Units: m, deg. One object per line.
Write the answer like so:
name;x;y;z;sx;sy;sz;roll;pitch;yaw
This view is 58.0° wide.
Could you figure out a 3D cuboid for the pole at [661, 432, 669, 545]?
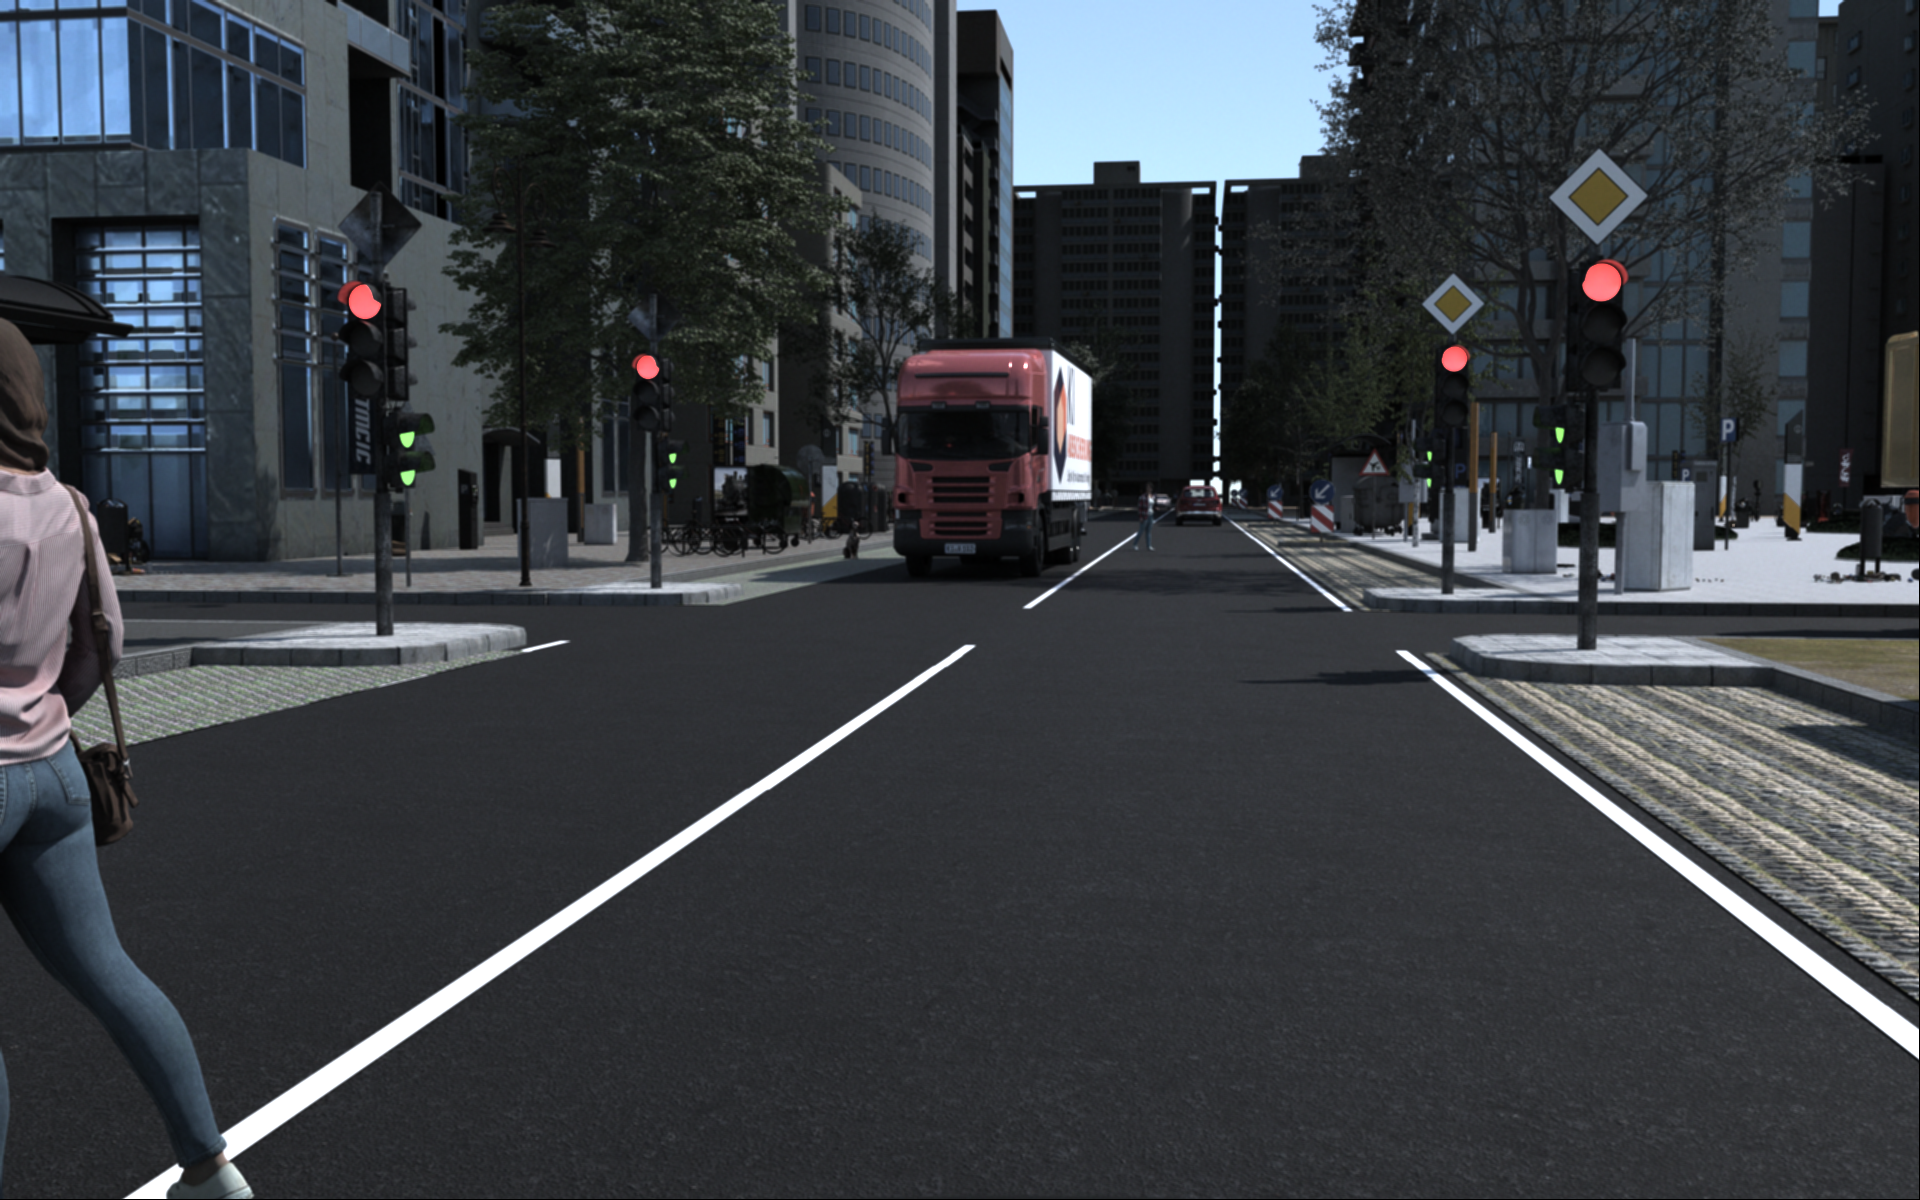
pole;-7.511;-3.069;44.016;0.158;3.312;0.155;0;3;0

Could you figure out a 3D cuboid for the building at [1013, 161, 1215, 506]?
building;18.393;-31.379;204.923;23.993;40.220;32.217;0;4;8

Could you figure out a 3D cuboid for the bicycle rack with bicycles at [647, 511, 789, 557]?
bicycle rack with bicycles;-5.287;-1.394;36.170;2.925;0.926;2.852;1;4;8

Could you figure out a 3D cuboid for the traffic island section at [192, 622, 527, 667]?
traffic island section;-5.242;0.400;15.739;2.009;0.180;2.903;0;4;8

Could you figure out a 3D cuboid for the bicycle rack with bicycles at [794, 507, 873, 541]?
bicycle rack with bicycles;-4.288;-2.172;48.891;2.925;0.926;2.852;3;4;37

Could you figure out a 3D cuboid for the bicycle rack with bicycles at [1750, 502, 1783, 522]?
bicycle rack with bicycles;37.710;-4.143;81.123;2.852;0.926;2.925;2;4;35

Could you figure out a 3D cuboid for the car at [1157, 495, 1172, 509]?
car;19.136;-9.346;165.172;2.083;1.381;4.827;0;4;8

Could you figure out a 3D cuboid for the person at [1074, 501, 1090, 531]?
person;4.664;-3.566;66.646;0.661;1.843;0.795;-2;4;-24

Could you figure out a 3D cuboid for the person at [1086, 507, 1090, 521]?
person;6.700;-5.190;93.213;0.638;1.841;0.748;-3;4;-37

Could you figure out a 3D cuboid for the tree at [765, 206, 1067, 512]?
tree;-1.962;-7.429;55.873;8.767;10.594;7.601;-2;4;-34

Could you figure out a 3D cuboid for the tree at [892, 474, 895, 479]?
tree;-1.612;-4.384;66.275;1.663;3.219;1.824;0;3;0

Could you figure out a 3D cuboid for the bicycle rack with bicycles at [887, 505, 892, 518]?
bicycle rack with bicycles;-2.750;-4.299;83.670;2.852;0.926;2.925;1;4;14

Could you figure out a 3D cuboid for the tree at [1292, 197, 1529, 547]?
tree;11.270;-5.597;41.870;4.737;8.622;4.395;0;3;0

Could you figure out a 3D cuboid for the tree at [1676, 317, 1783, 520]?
tree;32.515;-7.491;72.847;4.360;8.622;3.978;0;3;0

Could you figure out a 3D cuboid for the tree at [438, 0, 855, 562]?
tree;-5.692;-7.000;32.583;7.486;12.596;7.792;0;3;0

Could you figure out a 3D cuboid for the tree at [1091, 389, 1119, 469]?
tree;8.488;-12.006;130.707;7.601;10.594;8.767;0;4;2

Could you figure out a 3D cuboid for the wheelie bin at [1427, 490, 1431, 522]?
wheelie bin;21.890;-4.397;79.798;0.980;1.594;0.693;1;4;14

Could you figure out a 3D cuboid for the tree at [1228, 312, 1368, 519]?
tree;17.346;-9.473;89.294;7.601;10.594;8.767;1;4;8

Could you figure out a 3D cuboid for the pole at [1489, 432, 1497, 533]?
pole;17.614;-3.877;57.231;0.158;3.312;0.155;0;3;0

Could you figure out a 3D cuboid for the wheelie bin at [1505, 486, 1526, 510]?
wheelie bin;21.555;-3.625;67.184;0.693;1.594;0.980;2;4;32

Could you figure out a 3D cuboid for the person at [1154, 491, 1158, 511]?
person;16.985;-8.595;149.966;0.436;1.711;0.756;1;4;17

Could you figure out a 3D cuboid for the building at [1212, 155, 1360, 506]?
building;42.090;-31.147;201.130;23.993;40.220;32.217;0;4;8

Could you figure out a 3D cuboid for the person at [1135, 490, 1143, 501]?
person;13.986;-7.667;134.377;0.721;1.766;1.217;3;5;42

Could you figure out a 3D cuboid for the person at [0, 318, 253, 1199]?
person;-1.695;0.361;3.193;0.643;1.750;0.593;1;4;10

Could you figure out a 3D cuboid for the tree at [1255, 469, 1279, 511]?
tree;23.288;-8.423;132.317;1.663;3.219;1.824;0;3;0

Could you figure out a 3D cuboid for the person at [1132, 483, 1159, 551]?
person;4.723;-2.119;43.989;0.563;1.720;0.643;-3;4;-39

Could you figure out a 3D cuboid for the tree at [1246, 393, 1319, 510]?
tree;20.498;-9.730;109.449;4.360;8.622;3.978;0;3;0

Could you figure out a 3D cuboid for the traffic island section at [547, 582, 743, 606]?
traffic island section;-4.166;-0.084;23.652;2.009;0.180;2.903;0;4;8

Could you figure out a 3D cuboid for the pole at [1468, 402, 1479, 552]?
pole;11.464;-2.741;38.661;0.158;3.312;0.155;0;3;0

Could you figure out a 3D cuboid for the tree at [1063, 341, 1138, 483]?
tree;10.179;-14.467;143.187;9.857;13.997;8.962;0;3;0

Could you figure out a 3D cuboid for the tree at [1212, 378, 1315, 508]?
tree;28.355;-15.116;164.153;9.611;12.733;9.660;0;3;0

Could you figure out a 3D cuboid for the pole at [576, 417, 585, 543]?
pole;-10.000;-3.168;45.647;0.158;3.312;0.155;0;3;0

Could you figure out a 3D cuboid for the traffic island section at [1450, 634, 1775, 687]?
traffic island section;5.203;0.487;14.319;2.009;0.180;2.903;0;4;8

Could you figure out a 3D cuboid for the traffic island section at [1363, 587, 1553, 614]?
traffic island section;6.279;0.003;22.232;2.009;0.180;2.903;0;4;8

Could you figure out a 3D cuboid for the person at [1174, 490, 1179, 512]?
person;17.784;-8.130;141.977;0.434;1.755;0.990;1;4;10

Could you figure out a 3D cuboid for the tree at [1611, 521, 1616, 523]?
tree;29.610;-5.075;77.574;1.663;3.219;1.824;0;3;0

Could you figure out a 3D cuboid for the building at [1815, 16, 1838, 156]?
building;90.118;-36.926;192.977;27.495;52.752;28.713;0;4;8

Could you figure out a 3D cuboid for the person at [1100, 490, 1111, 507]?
person;15.196;-10.480;179.930;1.350;1.814;0.705;0;4;3

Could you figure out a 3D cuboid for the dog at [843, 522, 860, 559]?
dog;-2.327;-1.312;38.289;0.513;0.831;0.800;1;4;16

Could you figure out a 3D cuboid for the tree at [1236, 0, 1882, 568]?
tree;10.390;-7.340;30.377;12.009;13.543;11.850;0;3;0

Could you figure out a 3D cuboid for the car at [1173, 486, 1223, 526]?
car;10.920;-4.326;79.404;2.281;1.827;5.304;0;4;6

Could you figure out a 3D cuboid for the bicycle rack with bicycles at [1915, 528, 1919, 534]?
bicycle rack with bicycles;27.467;-2.040;46.734;2.925;0.926;2.852;-1;4;-11

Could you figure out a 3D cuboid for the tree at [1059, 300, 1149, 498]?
tree;12.578;-19.330;171.931;12.611;20.169;13.585;0;3;0
